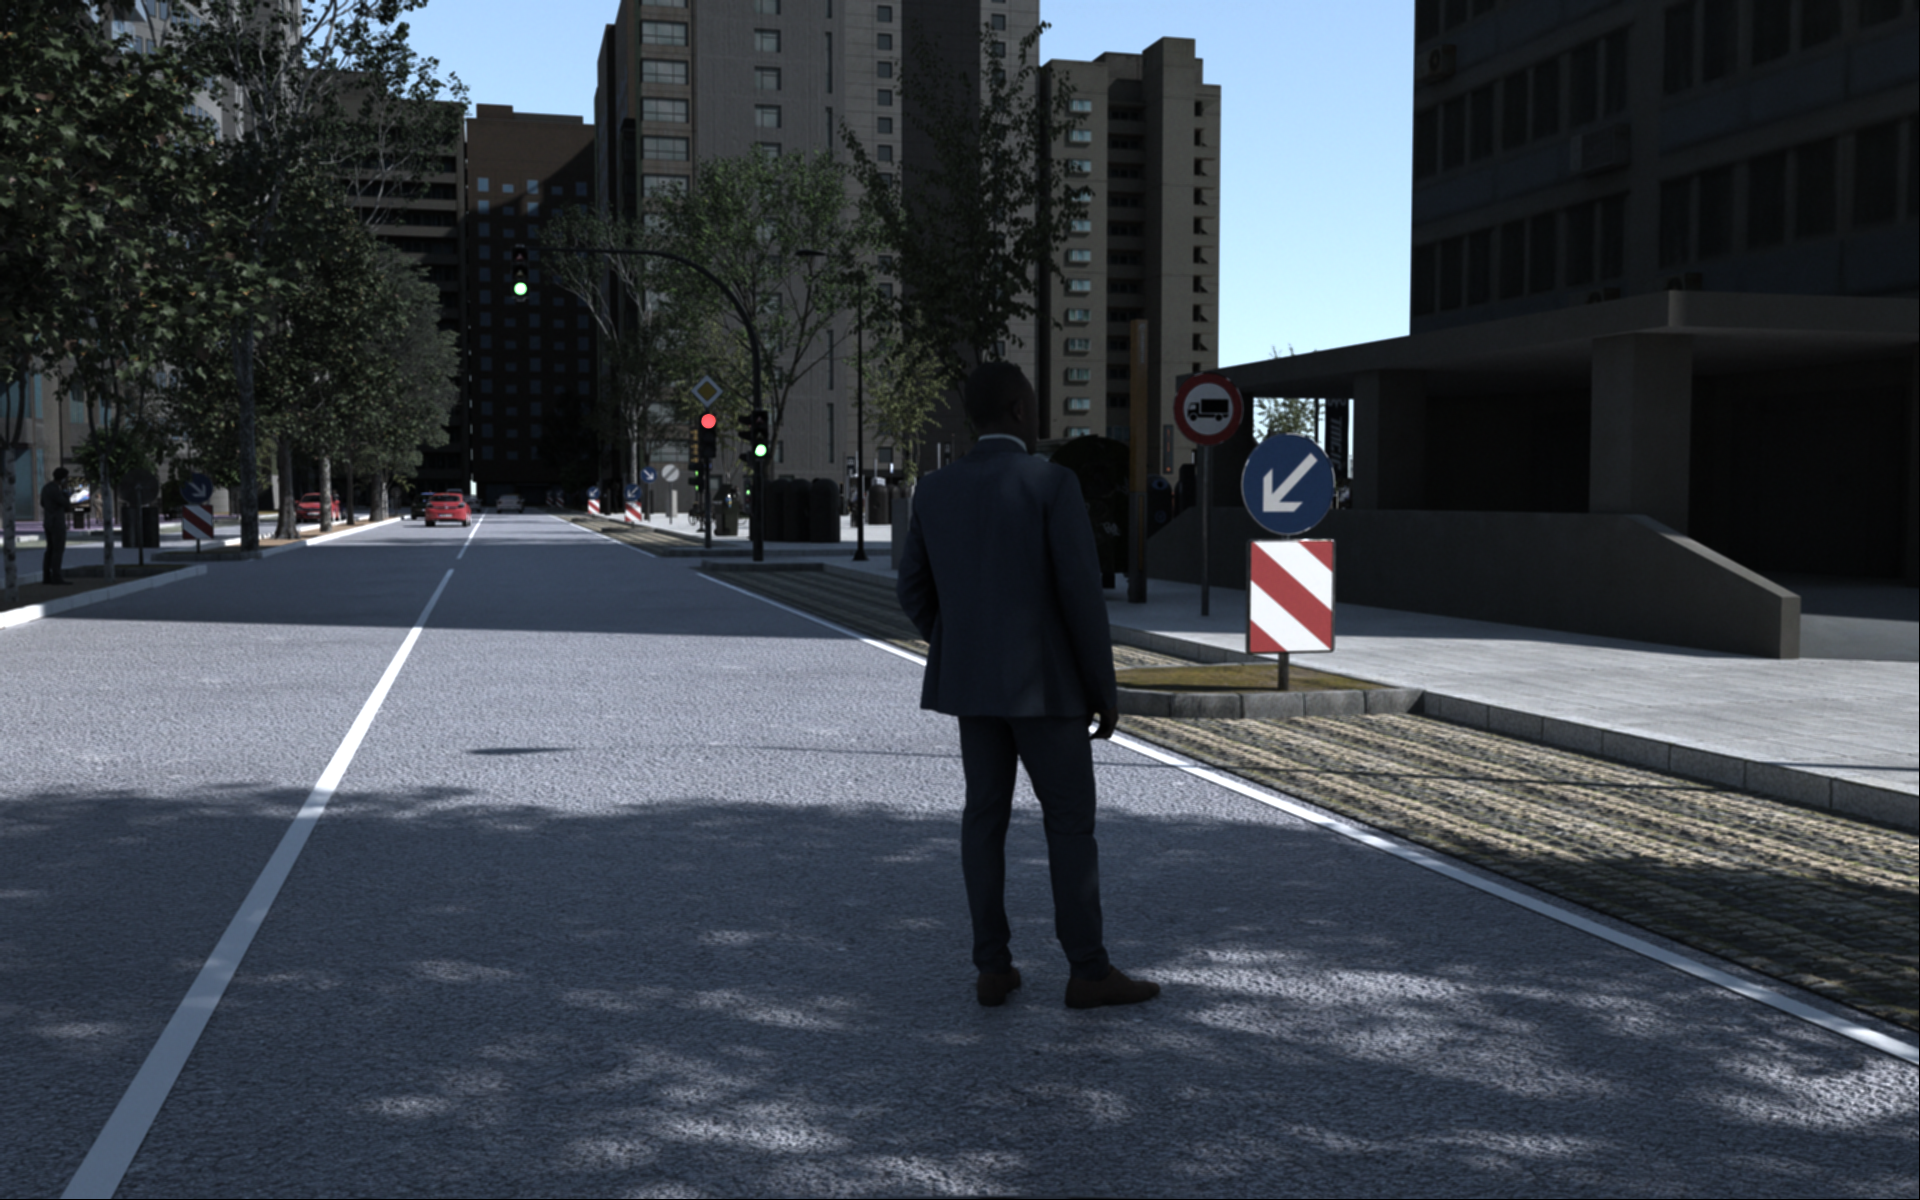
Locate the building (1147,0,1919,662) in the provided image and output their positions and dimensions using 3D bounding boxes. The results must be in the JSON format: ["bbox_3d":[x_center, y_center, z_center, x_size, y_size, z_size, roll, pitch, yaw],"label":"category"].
[{"bbox_3d":[20.128,-20.255,23.048,32.217,40.220,23.993,-1,4,-15],"label":"building"}]

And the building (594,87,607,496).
[{"bbox_3d":[-30.509,-30.307,179.114,14.154,41.232,14.086,-1,4,-15],"label":"building"}]

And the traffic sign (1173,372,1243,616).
[{"bbox_3d":[2.588,-1.107,18.212,0.768,2.556,0.104,-1,4,-10],"label":"traffic sign"}]

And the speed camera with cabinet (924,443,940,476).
[{"bbox_3d":[-0.692,-4.502,67.948,0.660,3.252,2.038,2,4,27],"label":"speed camera with cabinet"}]

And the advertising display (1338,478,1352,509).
[{"bbox_3d":[15.690,-3.998,70.585,0.123,1.923,0.974,-1,4,-17],"label":"advertising display"}]

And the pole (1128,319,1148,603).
[{"bbox_3d":[2.093,-1.620,20.330,0.158,3.312,0.155,0,3,0],"label":"pole"}]

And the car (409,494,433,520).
[{"bbox_3d":[-29.913,-5.351,97.275,2.009,1.686,4.222,-1,4,-17],"label":"car"}]

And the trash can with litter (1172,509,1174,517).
[{"bbox_3d":[11.742,-5.395,99.268,2.233,1.210,1.678,-1,4,-12],"label":"trash can with litter"}]

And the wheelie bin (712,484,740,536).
[{"bbox_3d":[-7.144,-2.760,53.036,0.693,1.594,0.980,-3,4,-36],"label":"wheelie bin"}]

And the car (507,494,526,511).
[{"bbox_3d":[-38.923,-8.617,151.112,2.015,1.641,3.980,-1,4,-13],"label":"car"}]

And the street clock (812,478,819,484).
[{"bbox_3d":[-6.478,-4.528,78.607,0.471,2.002,0.358,-1,4,-14],"label":"street clock"}]

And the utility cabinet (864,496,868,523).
[{"bbox_3d":[-3.762,-4.017,76.837,1.020,1.237,0.306,-3,5,-39],"label":"utility cabinet"}]

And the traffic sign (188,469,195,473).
[{"bbox_3d":[-39.530,-5.419,88.711,0.768,2.556,0.104,-1,4,-13],"label":"traffic sign"}]

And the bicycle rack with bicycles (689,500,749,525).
[{"bbox_3d":[-10.019,-3.574,71.814,2.925,0.926,2.852,-3,5,-44],"label":"bicycle rack with bicycles"}]

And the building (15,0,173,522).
[{"bbox_3d":[-54.669,-28.621,87.564,23.786,49.044,30.456,-1,4,-15],"label":"building"}]

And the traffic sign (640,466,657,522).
[{"bbox_3d":[-14.354,-4.881,79.913,0.768,2.556,0.104,-1,4,-13],"label":"traffic sign"}]

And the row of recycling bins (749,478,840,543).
[{"bbox_3d":[-4.496,-2.421,46.699,1.069,1.692,3.534,-3,5,-42],"label":"row of recycling bins"}]

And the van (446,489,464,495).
[{"bbox_3d":[-41.598,-8.302,142.745,2.013,2.044,4.112,-1,4,-15],"label":"van"}]

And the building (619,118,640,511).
[{"bbox_3d":[-20.022,-22.398,137.901,14.160,30.474,14.107,-1,4,-15],"label":"building"}]

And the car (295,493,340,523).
[{"bbox_3d":[-32.007,-4.729,86.360,2.155,1.783,4.494,-1,4,-14],"label":"car"}]

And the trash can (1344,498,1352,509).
[{"bbox_3d":[15.354,-3.429,67.713,0.748,1.137,0.748,0,3,0],"label":"trash can"}]

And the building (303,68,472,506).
[{"bbox_3d":[-68.414,-35.391,202.341,21.600,48.544,21.300,-1,4,-15],"label":"building"}]

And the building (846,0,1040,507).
[{"bbox_3d":[-4.436,-45.533,182.712,20.611,71.187,20.563,-1,4,-15],"label":"building"}]

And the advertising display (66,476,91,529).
[{"bbox_3d":[-32.402,-3.574,63.644,0.123,1.923,0.974,2,4,23],"label":"advertising display"}]

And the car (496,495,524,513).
[{"bbox_3d":[-33.829,-7.203,130.128,2.083,1.381,4.827,-1,4,-14],"label":"car"}]

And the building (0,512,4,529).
[{"bbox_3d":[-49.300,-22.079,52.872,32.217,40.220,23.993,-1,4,-15],"label":"building"}]

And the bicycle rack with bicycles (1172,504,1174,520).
[{"bbox_3d":[11.288,-4.616,88.846,2.852,0.926,2.925,-3,5,-43],"label":"bicycle rack with bicycles"}]

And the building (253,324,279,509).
[{"bbox_3d":[-63.685,-22.522,139.938,14.160,30.474,14.107,-1,4,-15],"label":"building"}]

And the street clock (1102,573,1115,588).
[{"bbox_3d":[2.024,-1.162,23.572,0.471,2.002,0.358,0,4,5],"label":"street clock"}]

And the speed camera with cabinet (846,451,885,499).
[{"bbox_3d":[-4.265,-5.273,80.556,2.038,3.252,0.660,-2,4,-29],"label":"speed camera with cabinet"}]

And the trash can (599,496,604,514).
[{"bbox_3d":[-23.421,-6.252,113.870,0.748,1.137,0.748,0,3,0],"label":"trash can"}]

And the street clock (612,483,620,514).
[{"bbox_3d":[-22.491,-6.643,113.182,0.471,2.002,0.358,2,4,27],"label":"street clock"}]

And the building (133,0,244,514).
[{"bbox_3d":[-61.740,-35.187,117.298,21.231,58.520,28.212,-1,4,-15],"label":"building"}]

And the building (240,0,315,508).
[{"bbox_3d":[-73.797,-44.382,163.895,20.611,71.187,20.563,-1,4,-15],"label":"building"}]

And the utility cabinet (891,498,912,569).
[{"bbox_3d":[-0.991,-1.149,29.956,0.306,1.237,1.020,0,4,5],"label":"utility cabinet"}]

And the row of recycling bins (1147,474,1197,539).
[{"bbox_3d":[4.387,-1.756,35.828,3.534,1.692,1.069,-1,4,-17],"label":"row of recycling bins"}]

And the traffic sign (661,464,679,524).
[{"bbox_3d":[-12.285,-4.490,73.515,0.768,2.556,0.104,0,4,-7],"label":"traffic sign"}]

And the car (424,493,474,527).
[{"bbox_3d":[-22.737,-4.154,76.958,2.155,1.783,4.494,-1,4,-13],"label":"car"}]

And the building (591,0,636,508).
[{"bbox_3d":[-26.830,-31.487,164.926,14.600,45.320,14.200,-1,4,-15],"label":"building"}]

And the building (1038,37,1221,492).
[{"bbox_3d":[16.689,-34.529,188.254,21.600,48.544,21.300,-1,4,-15],"label":"building"}]

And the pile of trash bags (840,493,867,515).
[{"bbox_3d":[-7.020,-5.825,104.995,3.447,1.369,1.912,0,4,6],"label":"pile of trash bags"}]

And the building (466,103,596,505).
[{"bbox_3d":[-50.138,-33.840,203.387,14.200,45.320,14.600,-1,4,-15],"label":"building"}]

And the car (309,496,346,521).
[{"bbox_3d":[-33.720,-4.876,92.303,1.945,1.354,3.894,-1,4,-16],"label":"car"}]

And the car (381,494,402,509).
[{"bbox_3d":[-55.586,-9.621,169.306,2.014,1.417,4.499,-1,4,-16],"label":"car"}]

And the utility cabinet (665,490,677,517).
[{"bbox_3d":[-15.884,-5.302,95.372,0.318,1.500,1.173,-2,4,-27],"label":"utility cabinet"}]

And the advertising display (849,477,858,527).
[{"bbox_3d":[-4.040,-3.755,66.610,0.123,1.923,0.974,-1,4,-23],"label":"advertising display"}]

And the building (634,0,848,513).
[{"bbox_3d":[-16.167,-26.938,124.037,14.154,41.232,14.086,-1,4,-15],"label":"building"}]

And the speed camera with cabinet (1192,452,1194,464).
[{"bbox_3d":[11.308,-5.304,81.060,0.660,3.252,2.038,-1,4,-14],"label":"speed camera with cabinet"}]

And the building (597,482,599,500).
[{"bbox_3d":[-30.416,-22.705,216.258,28.899,21.520,27.650,-1,4,-15],"label":"building"}]

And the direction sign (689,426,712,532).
[{"bbox_3d":[-8.713,-4.053,58.266,0.876,3.537,0.379,-3,5,-43],"label":"direction sign"}]

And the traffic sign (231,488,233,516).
[{"bbox_3d":[-43.285,-6.298,102.973,0.884,2.594,0.081,-1,4,-13],"label":"traffic sign"}]

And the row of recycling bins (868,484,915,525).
[{"bbox_3d":[-2.746,-4.061,73.513,1.069,1.692,3.534,2,4,27],"label":"row of recycling bins"}]

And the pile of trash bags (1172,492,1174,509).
[{"bbox_3d":[12.752,-5.163,94.171,1.912,1.369,3.447,-3,5,-45],"label":"pile of trash bags"}]

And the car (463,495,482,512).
[{"bbox_3d":[-38.597,-7.565,136.042,2.083,1.381,4.827,-1,4,-14],"label":"car"}]

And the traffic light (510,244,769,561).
[{"bbox_3d":[-5.887,-3.527,32.336,4.771,5.953,1.251,-1,4,-15],"label":"traffic light"}]
